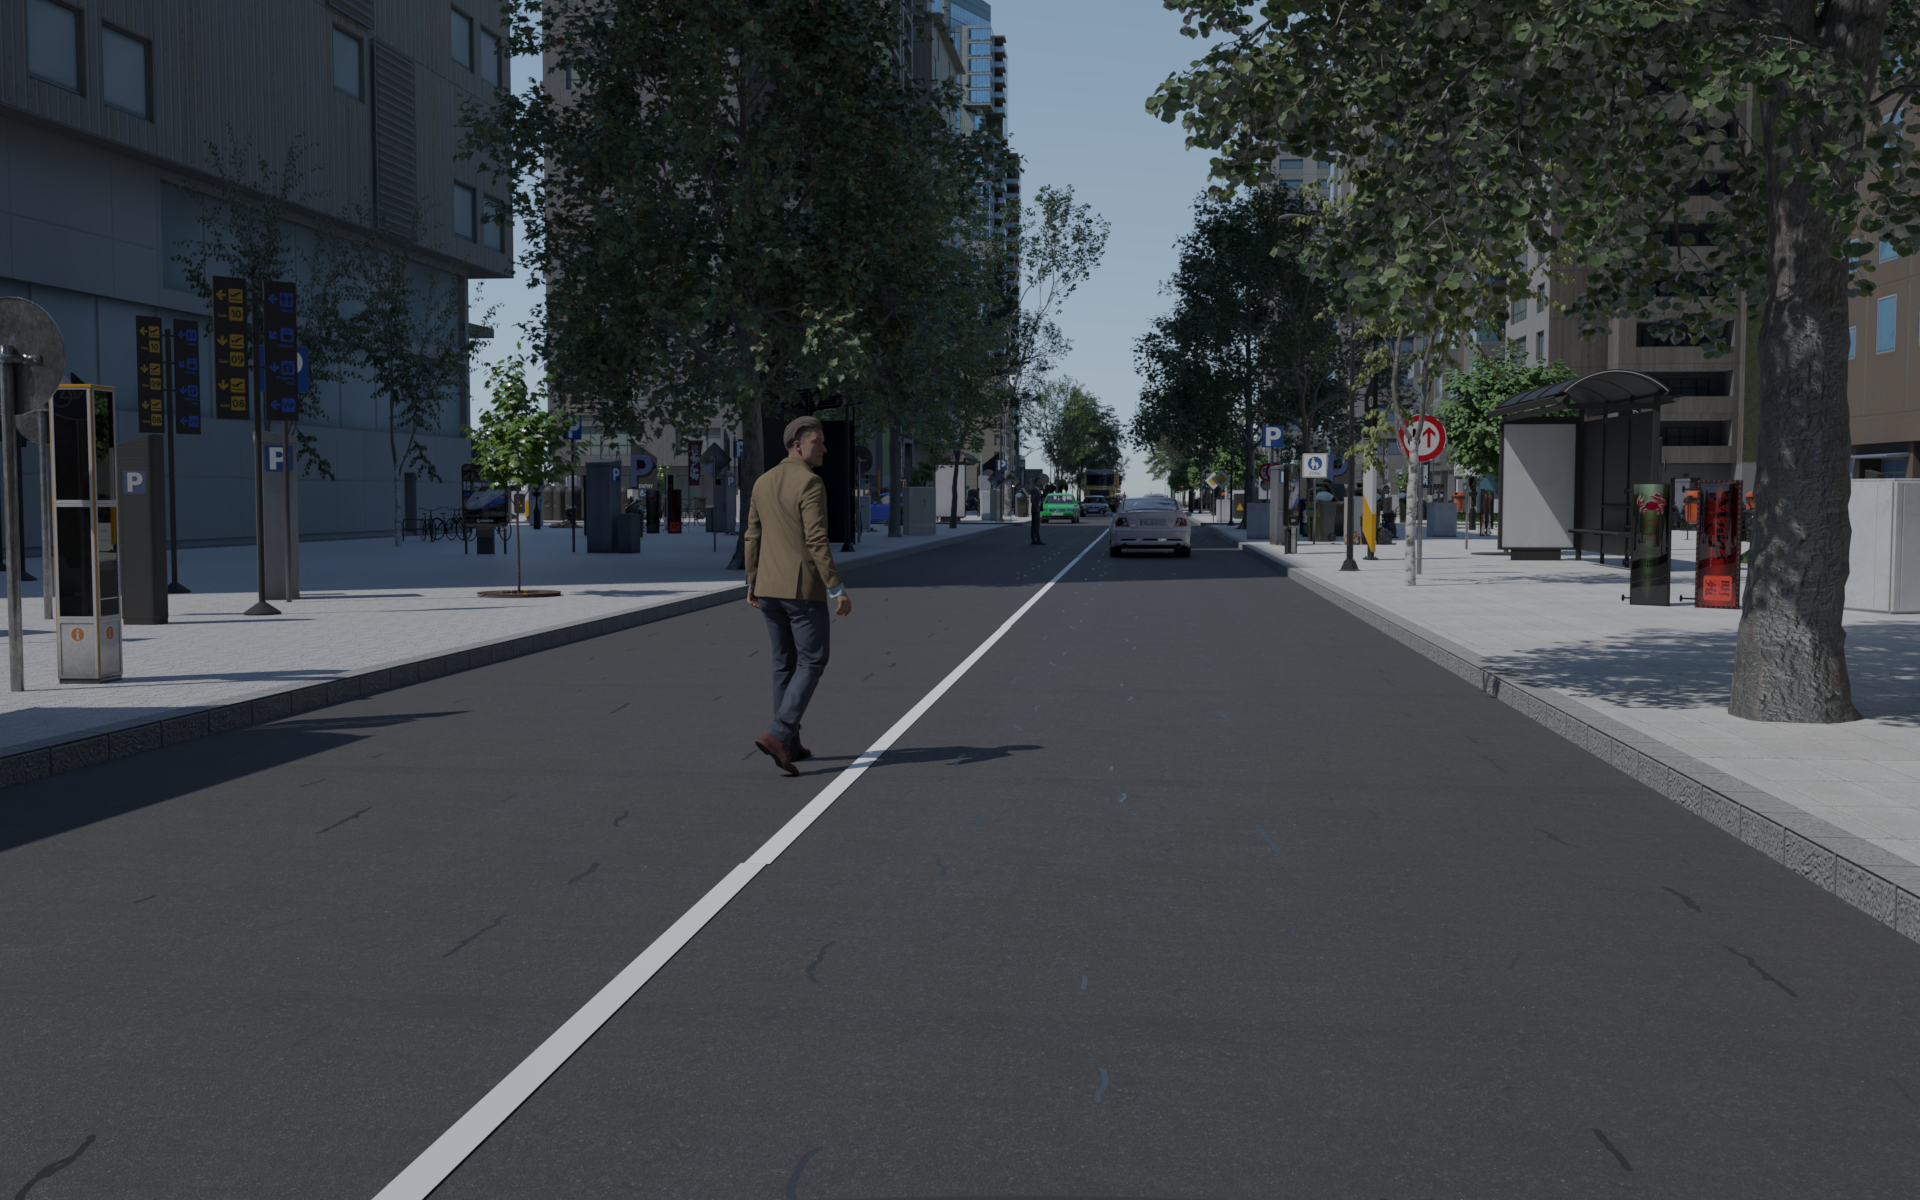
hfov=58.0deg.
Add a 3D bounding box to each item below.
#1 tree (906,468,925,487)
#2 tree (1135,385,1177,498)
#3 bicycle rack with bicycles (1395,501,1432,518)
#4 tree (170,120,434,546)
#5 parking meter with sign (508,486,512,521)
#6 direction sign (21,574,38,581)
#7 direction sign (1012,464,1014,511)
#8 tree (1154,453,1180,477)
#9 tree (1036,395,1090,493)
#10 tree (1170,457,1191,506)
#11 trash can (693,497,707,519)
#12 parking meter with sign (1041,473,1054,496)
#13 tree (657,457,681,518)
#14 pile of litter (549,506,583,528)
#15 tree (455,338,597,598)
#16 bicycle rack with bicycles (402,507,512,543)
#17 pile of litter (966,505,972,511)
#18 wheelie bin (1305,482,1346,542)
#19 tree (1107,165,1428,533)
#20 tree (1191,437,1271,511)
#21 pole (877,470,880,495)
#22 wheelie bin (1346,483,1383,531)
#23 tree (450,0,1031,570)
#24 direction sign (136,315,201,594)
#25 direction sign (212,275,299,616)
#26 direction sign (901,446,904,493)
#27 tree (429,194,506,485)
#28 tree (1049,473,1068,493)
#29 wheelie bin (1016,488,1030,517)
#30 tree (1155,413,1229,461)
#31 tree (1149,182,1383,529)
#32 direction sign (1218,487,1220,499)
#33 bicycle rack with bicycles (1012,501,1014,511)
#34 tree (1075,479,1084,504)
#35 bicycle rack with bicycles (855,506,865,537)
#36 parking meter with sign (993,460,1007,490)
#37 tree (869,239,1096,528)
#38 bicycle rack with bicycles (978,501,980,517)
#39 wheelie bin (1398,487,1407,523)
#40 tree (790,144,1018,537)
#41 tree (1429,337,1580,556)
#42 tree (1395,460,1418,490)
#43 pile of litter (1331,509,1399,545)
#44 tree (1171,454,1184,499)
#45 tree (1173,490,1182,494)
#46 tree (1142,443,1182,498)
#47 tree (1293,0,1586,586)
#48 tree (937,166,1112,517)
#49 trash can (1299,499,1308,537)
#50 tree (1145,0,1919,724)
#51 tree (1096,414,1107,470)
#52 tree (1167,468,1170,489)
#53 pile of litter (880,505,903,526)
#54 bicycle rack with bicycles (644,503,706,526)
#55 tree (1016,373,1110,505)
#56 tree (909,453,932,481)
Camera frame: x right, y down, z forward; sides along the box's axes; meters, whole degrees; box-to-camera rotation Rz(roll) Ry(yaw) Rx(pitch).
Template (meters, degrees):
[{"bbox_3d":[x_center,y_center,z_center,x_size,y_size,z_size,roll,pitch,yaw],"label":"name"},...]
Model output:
[{"bbox_3d":[-3.366,-8.174,128.248,1.663,3.219,1.824,0,3,0],"label":"tree"},{"bbox_3d":[31.190,-24.318,253.481,12.611,20.169,13.585,0,3,0],"label":"tree"},{"bbox_3d":[24.780,-4.915,93.737,2.852,0.926,2.925,-3,5,-44],"label":"bicycle rack with bicycles"},{"bbox_3d":[-13.731,-5.181,35.068,4.360,8.622,3.978,0,3,0],"label":"tree"},{"bbox_3d":[-21.966,-5.205,81.369,1.738,3.016,0.543,0,4,3],"label":"parking meter with sign"},{"bbox_3d":[-13.862,-2.050,25.518,0.876,3.537,0.379,2,4,24],"label":"direction sign"},{"bbox_3d":[3.983,-8.514,131.201,0.379,3.537,0.876,0,3,0],"label":"direction sign"},{"bbox_3d":[35.682,-22.165,288.149,9.928,11.665,9.643,0,3,0],"label":"tree"},{"bbox_3d":[7.344,-10.906,128.678,4.360,8.622,3.978,0,3,0],"label":"tree"},{"bbox_3d":[18.473,-8.925,129.635,4.285,4.588,4.351,0,3,0],"label":"tree"},{"bbox_3d":[-13.446,-4.768,89.607,0.748,1.137,0.748,0,3,0],"label":"trash can"},{"bbox_3d":[7.439,-9.042,144.104,1.738,3.016,0.543,3,4,37],"label":"parking meter with sign"},{"bbox_3d":[-15.896,-5.938,91.690,1.663,3.219,1.824,0,3,0],"label":"tree"},{"bbox_3d":[-14.898,-3.148,65.429,1.176,0.858,1.719,-2,4,-25],"label":"pile of litter"},{"bbox_3d":[-5.521,-1.650,21.587,1.663,3.219,1.824,0,3,0],"label":"tree"},{"bbox_3d":[-13.932,-2.075,47.309,2.852,0.926,2.925,-3,5,-41],"label":"bicycle rack with bicycles"},{"bbox_3d":[0.147,-7.103,130.097,1.719,0.858,1.176,1,4,9],"label":"pile of litter"},{"bbox_3d":[9.697,-2.359,46.476,0.693,1.594,0.980,-2,4,-25],"label":"wheelie bin"},{"bbox_3d":[9.813,-7.031,49.375,7.601,10.594,8.767,3,4,36],"label":"tree"},{"bbox_3d":[13.776,-6.228,85.540,4.285,4.588,4.351,0,3,0],"label":"tree"},{"bbox_3d":[-6.799,-9.236,144.850,0.158,3.312,0.155,0,3,0],"label":"pole"},{"bbox_3d":[11.169,-2.429,47.617,0.693,1.594,0.980,-3,4,-36],"label":"wheelie bin"},{"bbox_3d":[-3.600,-6.875,29.408,9.611,12.733,9.660,0,3,0],"label":"tree"},{"bbox_3d":[-10.199,-1.859,22.393,0.379,3.537,0.876,2,4,30],"label":"direction sign"},{"bbox_3d":[-7.428,-1.611,18.337,0.876,3.537,0.379,-3,5,-45],"label":"direction sign"},{"bbox_3d":[-2.718,-5.504,81.981,0.379,3.537,0.876,-1,4,-9],"label":"direction sign"},{"bbox_3d":[-13.543,-5.620,42.245,4.360,8.622,3.978,0,3,0],"label":"tree"},{"bbox_3d":[7.839,-8.959,141.074,1.663,3.219,1.824,0,3,0],"label":"tree"},{"bbox_3d":[3.450,-5.348,95.345,0.693,1.594,0.980,1,4,14],"label":"wheelie bin"},{"bbox_3d":[22.853,-15.872,169.883,12.009,13.543,11.850,0,3,0],"label":"tree"},{"bbox_3d":[10.473,-8.922,62.890,9.611,12.733,9.660,0,3,0],"label":"tree"},{"bbox_3d":[17.363,-7.589,116.076,0.876,3.537,0.379,-2,4,-28],"label":"direction sign"},{"bbox_3d":[5.119,-8.475,151.955,2.852,0.926,2.925,2,4,32],"label":"bicycle rack with bicycles"},{"bbox_3d":[18.108,-15.835,242.623,4.285,4.588,4.351,0,3,0],"label":"tree"},{"bbox_3d":[-4.163,-2.367,52.082,2.852,0.926,2.925,0,4,-8],"label":"bicycle rack with bicycles"},{"bbox_3d":[1.963,-5.655,88.719,0.543,3.016,1.738,-1,4,-10],"label":"parking meter with sign"},{"bbox_3d":[-0.235,-7.927,64.012,8.767,10.594,7.601,-1,4,-8],"label":"tree"},{"bbox_3d":[0.703,-5.040,95.783,2.852,0.926,2.925,1,4,10],"label":"bicycle rack with bicycles"},{"bbox_3d":[19.843,-4.228,77.031,0.693,1.594,0.980,2,4,23],"label":"wheelie bin"},{"bbox_3d":[-2.345,-8.151,51.402,7.486,12.596,7.792,0,3,0],"label":"tree"},{"bbox_3d":[11.499,-3.229,36.510,4.285,4.588,4.351,0,3,0],"label":"tree"},{"bbox_3d":[25.054,-6.252,96.820,1.663,3.219,1.824,0,3,0],"label":"tree"},{"bbox_3d":[10.246,-1.835,43.969,1.719,0.858,1.176,0,4,8],"label":"pile of litter"},{"bbox_3d":[26.964,-15.774,208.260,4.360,8.622,3.978,0,3,0],"label":"tree"},{"bbox_3d":[30.306,-15.202,243.159,1.663,3.219,1.824,0,3,0],"label":"tree"},{"bbox_3d":[28.908,-19.545,237.695,7.486,12.596,7.792,0,3,0],"label":"tree"},{"bbox_3d":[6.479,-4.510,24.093,4.737,8.622,4.395,0,3,0],"label":"tree"},{"bbox_3d":[1.395,-14.832,98.386,12.611,20.169,13.585,0,3,0],"label":"tree"},{"bbox_3d":[10.471,-2.459,51.858,0.748,1.137,0.748,0,3,0],"label":"trash can"},{"bbox_3d":[4.719,-6.300,9.665,9.857,13.997,8.962,0,3,0],"label":"tree"},{"bbox_3d":[12.736,-15.458,187.155,8.767,10.594,7.601,-1,4,-15],"label":"tree"},{"bbox_3d":[18.324,-9.408,137.537,4.285,4.588,4.351,0,3,0],"label":"tree"},{"bbox_3d":[-2.662,-3.456,70.471,1.176,0.858,1.719,3,5,43],"label":"pile of litter"},{"bbox_3d":[-11.847,-3.409,69.127,2.925,0.926,2.852,3,5,44],"label":"bicycle rack with bicycles"},{"bbox_3d":[8.624,-13.709,149.899,9.928,11.665,9.643,0,3,0],"label":"tree"},{"bbox_3d":[-2.291,-9.401,137.413,4.285,4.588,4.351,0,3,0],"label":"tree"}]
